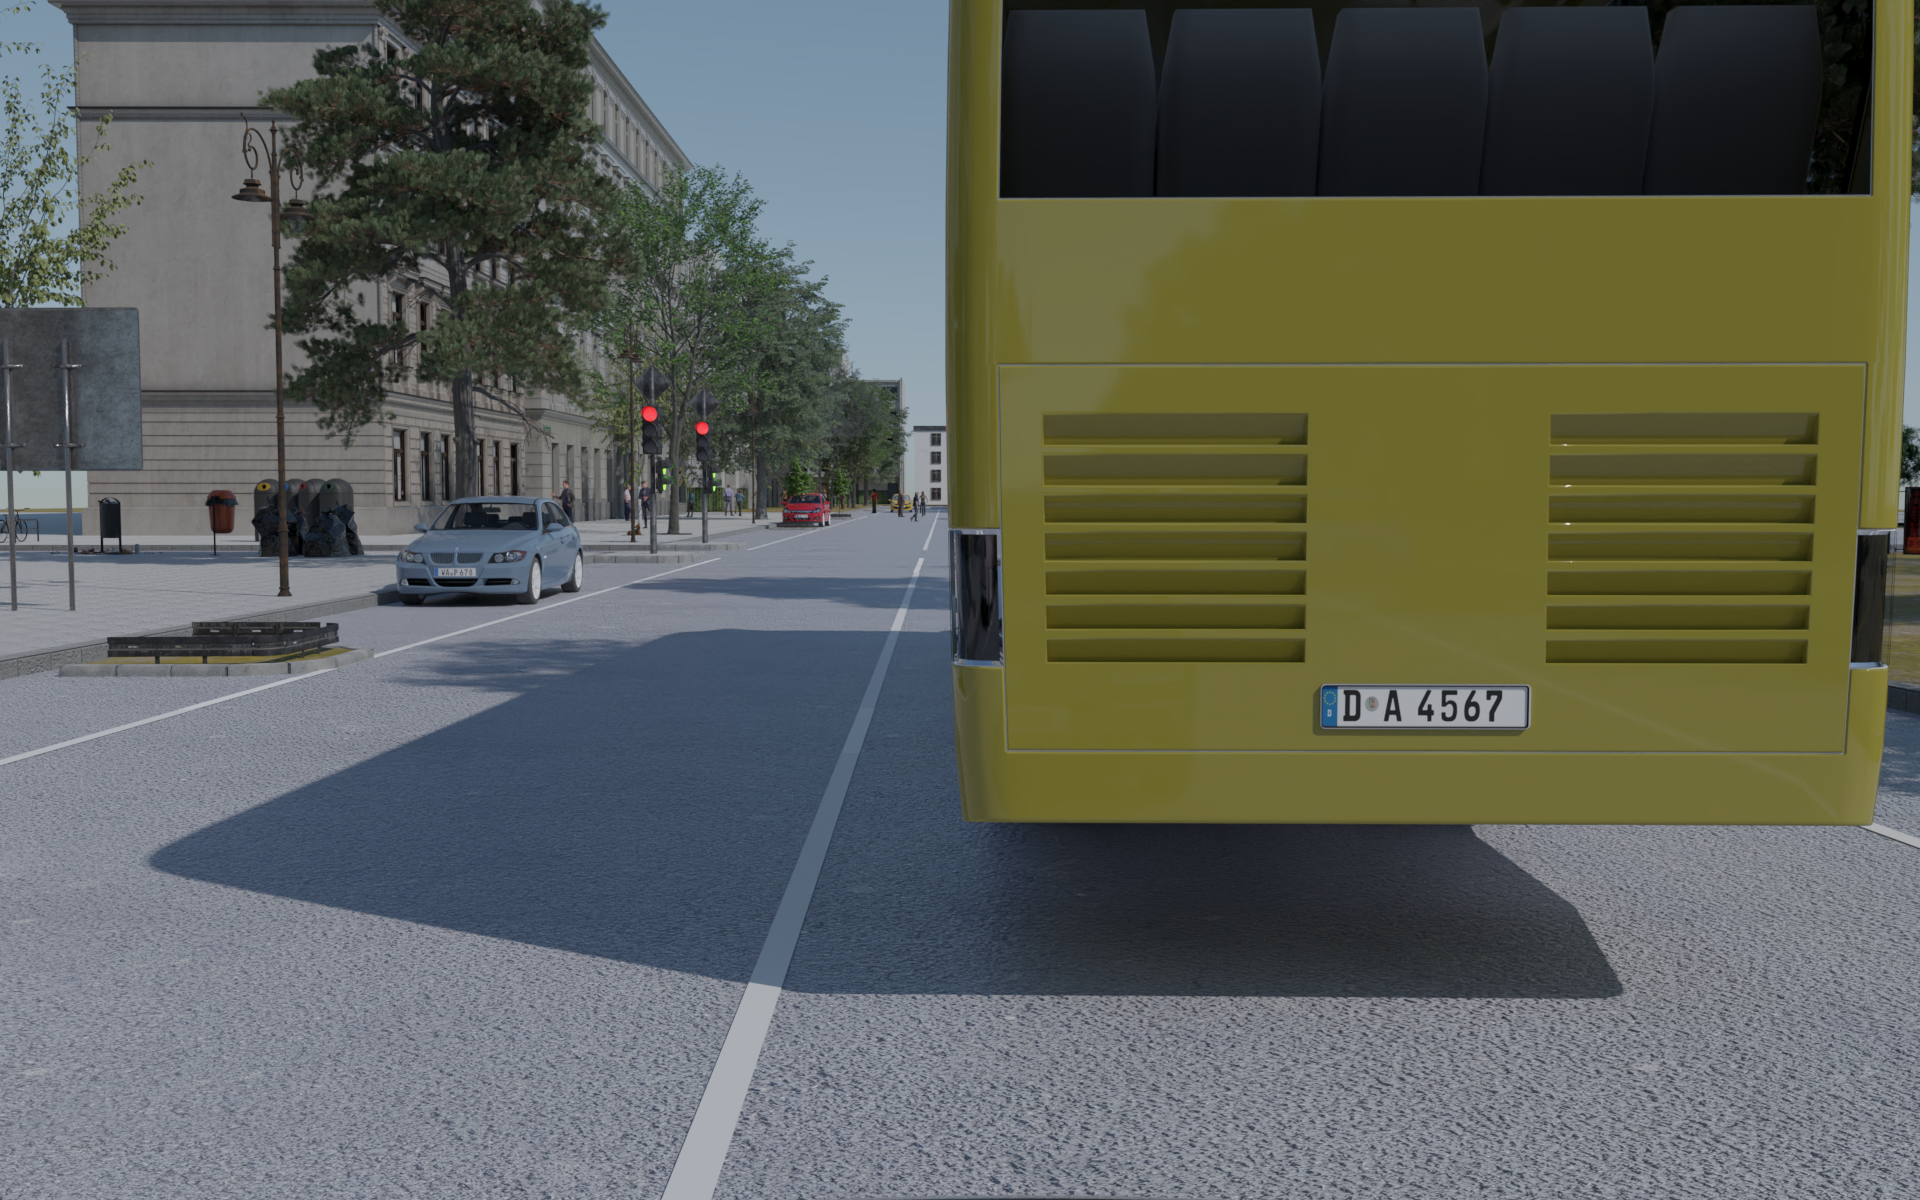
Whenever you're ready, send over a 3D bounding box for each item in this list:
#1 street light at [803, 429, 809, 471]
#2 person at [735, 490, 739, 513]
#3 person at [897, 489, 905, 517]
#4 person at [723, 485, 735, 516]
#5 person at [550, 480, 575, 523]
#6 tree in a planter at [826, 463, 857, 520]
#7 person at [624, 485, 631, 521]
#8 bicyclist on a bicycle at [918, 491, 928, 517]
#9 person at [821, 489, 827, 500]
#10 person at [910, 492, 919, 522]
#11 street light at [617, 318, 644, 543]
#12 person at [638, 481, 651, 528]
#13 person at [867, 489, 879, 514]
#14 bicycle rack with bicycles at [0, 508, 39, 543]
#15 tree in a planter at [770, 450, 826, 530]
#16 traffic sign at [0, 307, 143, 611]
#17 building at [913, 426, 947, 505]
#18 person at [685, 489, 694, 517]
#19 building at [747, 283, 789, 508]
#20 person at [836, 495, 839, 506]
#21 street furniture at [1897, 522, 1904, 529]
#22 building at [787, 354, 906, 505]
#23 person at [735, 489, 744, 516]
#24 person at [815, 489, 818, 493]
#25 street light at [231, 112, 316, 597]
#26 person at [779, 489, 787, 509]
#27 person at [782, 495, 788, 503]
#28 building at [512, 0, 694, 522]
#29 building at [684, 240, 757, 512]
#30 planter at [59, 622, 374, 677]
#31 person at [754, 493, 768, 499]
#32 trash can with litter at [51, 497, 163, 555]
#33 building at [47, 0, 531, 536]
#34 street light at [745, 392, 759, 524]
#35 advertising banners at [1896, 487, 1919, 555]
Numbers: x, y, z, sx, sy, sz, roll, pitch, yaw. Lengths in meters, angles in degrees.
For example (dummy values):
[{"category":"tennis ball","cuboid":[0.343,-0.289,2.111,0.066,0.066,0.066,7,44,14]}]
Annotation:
[{"category":"street light","cuboid":[-9.178,-8.020,103.911,0.468,5.910,1.993,0,4,0]},{"category":"person","cuboid":[-14.680,-6.505,114.467,0.516,1.574,0.319,1,4,20]},{"category":"person","cuboid":[-3.659,-6.062,108.162,0.434,1.755,0.990,-2,4,-26]},{"category":"person","cuboid":[-13.581,-5.875,101.968,0.709,1.838,0.599,0,4,8]},{"category":"person","cuboid":[-13.748,-3.265,59.952,0.750,1.759,0.617,-3,4,-36]},{"category":"tree in a planter","cuboid":[-6.807,-6.139,97.593,1.991,3.239,1.994,0,4,0]},{"category":"person","cuboid":[-15.888,-4.648,82.976,0.436,1.711,0.756,0,4,0]},{"category":"bicyclist on a bicycle","cuboid":[-2.343,-6.066,109.206,1.499,1.676,1.625,0,4,1]},{"category":"person","cuboid":[-9.496,-6.868,120.036,0.444,1.614,0.593,-1,4,-16]},{"category":"person","cuboid":[-2.315,-4.810,89.350,0.471,1.553,0.569,1,4,16]},{"category":"street light","cuboid":[-8.669,-4.463,45.766,0.468,5.910,1.993,0,4,0]},{"category":"person","cuboid":[-11.634,-3.537,64.328,0.683,1.767,0.568,0,4,4]},{"category":"person","cuboid":[-6.353,-7.277,127.449,0.705,1.831,1.348,2,4,35]},{"category":"bicycle rack with bicycles","cuboid":[-25.741,-1.972,45.619,2.852,0.926,2.925,-1,4,-9]},{"category":"tree in a planter","cuboid":[-6.579,-4.440,69.820,1.991,3.239,1.994,0,4,0]},{"category":"traffic sign","cuboid":[-10.076,-1.533,18.942,2.265,3.308,0.079,0,4,1]},{"category":"building","cuboid":[8.270,-16.818,217.121,28.070,9.664,9.099,0,4,0]},{"category":"person","cuboid":[-14.786,-5.304,94.978,0.499,1.552,0.429,-3,5,-40]},{"category":"building","cuboid":[-34.446,-20.204,174.308,32.646,21.610,27.936,0,4,0]},{"category":"person","cuboid":[-11.983,-9.993,170.145,1.217,1.736,0.721,0,4,8]},{"category":"street furniture","cuboid":[36.025,-4.295,75.260,14.083,1.986,27.439,0,4,-7]},{"category":"building","cuboid":[-22.876,-21.642,220.298,31.486,18.905,16.747,0,4,0]},{"category":"person","cuboid":[-12.570,-5.545,98.920,0.429,1.552,0.499,-2,4,-32]},{"category":"person","cuboid":[-11.603,-8.199,140.921,1.217,1.723,0.721,0,4,-1]},{"category":"street light","cuboid":[-8.464,-2.981,21.526,0.468,5.910,1.993,0,4,0]},{"category":"person","cuboid":[-15.325,-8.928,152.102,1.348,1.812,0.705,1,4,14]},{"category":"person","cuboid":[-14.447,-8.467,145.199,0.721,1.743,1.217,3,5,43]},{"category":"building","cuboid":[-25.564,-19.372,93.147,17.030,29.872,44.131,0,4,0]},{"category":"building","cuboid":[-26.063,-16.516,136.500,16.747,18.905,31.486,0,4,0]},{"category":"planter","cuboid":[-6.088,0.402,14.570,1.991,0.319,1.994,0,4,0]},{"category":"person","cuboid":[-14.571,-7.281,125.799,1.217,1.736,0.721,0,4,5]},{"category":"trash can with litter","cuboid":[-18.409,-1.592,37.085,2.233,1.210,1.678,1,4,19]},{"category":"building","cuboid":[-22.394,-12.063,61.852,10.561,19.102,19.286,0,4,0]},{"category":"street light","cuboid":[-8.942,-6.242,74.838,0.468,5.910,1.993,0,4,0]},{"category":"advertising banners","cuboid":[20.165,-2.468,36.537,0.090,3.025,2.074,-2,4,-35]}]
